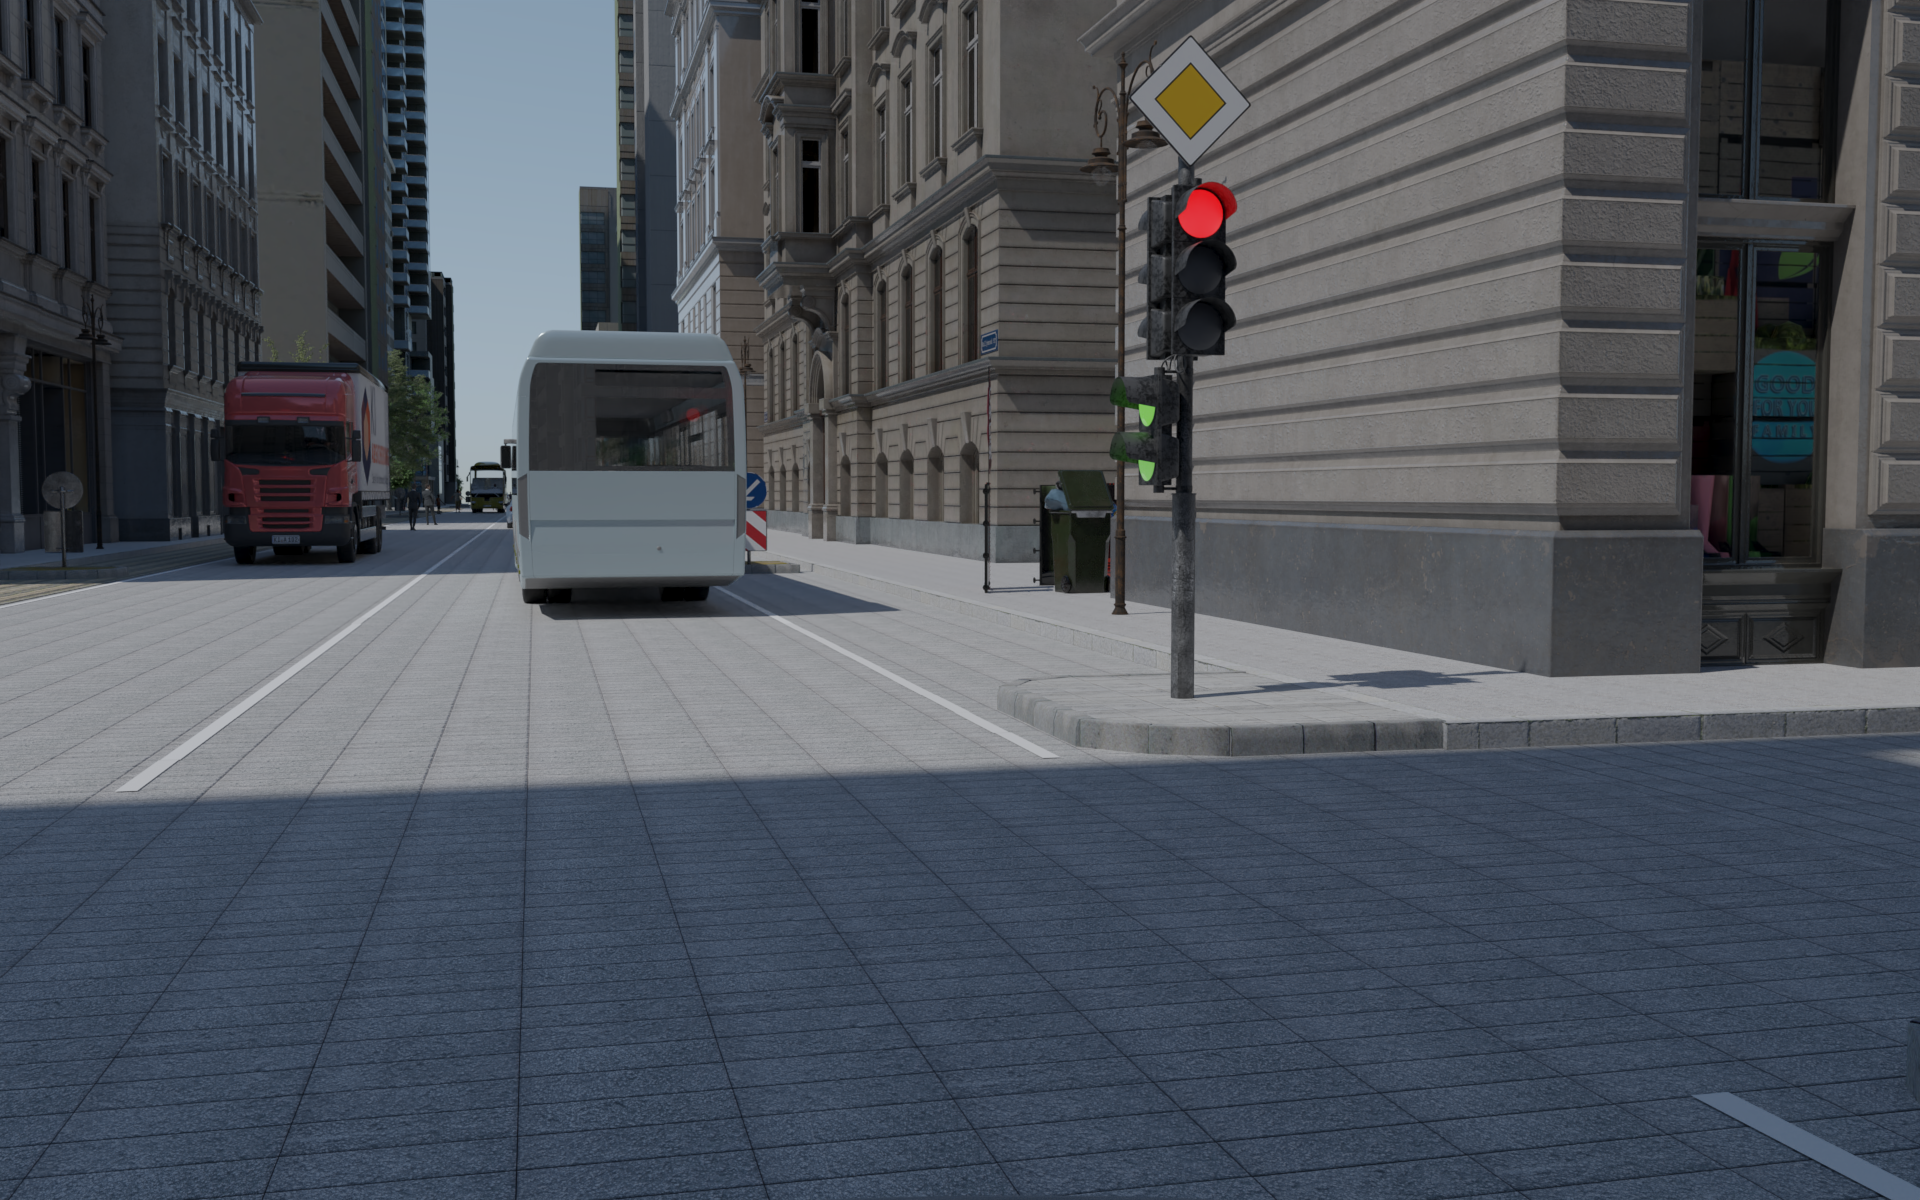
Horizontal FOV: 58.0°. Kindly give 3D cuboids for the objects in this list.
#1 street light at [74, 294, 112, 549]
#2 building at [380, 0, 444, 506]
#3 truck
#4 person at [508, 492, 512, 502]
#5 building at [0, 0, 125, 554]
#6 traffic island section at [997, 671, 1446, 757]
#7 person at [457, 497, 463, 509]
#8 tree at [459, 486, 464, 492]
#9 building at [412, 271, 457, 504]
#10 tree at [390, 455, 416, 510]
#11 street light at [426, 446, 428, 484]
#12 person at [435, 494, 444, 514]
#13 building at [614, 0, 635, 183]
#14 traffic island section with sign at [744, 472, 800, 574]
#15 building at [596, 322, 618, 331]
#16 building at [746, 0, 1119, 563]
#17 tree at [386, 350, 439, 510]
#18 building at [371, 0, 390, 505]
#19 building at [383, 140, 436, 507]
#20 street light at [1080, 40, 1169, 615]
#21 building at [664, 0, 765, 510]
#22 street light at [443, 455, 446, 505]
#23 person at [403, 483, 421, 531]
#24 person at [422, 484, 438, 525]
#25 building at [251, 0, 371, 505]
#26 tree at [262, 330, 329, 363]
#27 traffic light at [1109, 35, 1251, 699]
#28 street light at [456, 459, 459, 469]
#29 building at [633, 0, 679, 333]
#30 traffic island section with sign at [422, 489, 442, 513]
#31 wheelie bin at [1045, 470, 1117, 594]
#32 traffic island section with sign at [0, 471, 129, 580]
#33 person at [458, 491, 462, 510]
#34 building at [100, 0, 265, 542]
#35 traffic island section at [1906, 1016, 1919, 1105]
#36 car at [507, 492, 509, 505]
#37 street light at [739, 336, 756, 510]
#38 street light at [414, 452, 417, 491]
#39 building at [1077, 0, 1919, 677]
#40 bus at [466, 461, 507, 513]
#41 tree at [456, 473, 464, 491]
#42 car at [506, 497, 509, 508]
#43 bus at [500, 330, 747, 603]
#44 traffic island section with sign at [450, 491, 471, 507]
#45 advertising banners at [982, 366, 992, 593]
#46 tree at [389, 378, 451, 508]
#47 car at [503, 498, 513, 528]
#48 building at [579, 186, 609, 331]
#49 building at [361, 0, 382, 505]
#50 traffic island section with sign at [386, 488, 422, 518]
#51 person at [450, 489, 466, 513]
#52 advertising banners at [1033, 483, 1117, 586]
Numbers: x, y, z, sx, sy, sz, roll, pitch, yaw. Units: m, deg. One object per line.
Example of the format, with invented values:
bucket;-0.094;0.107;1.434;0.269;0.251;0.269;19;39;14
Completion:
street light;-20.062;-4.124;40.221;0.468;5.910;1.993;-1;4;-14
building;-70.407;-54.007;195.685;22.319;86.520;31.000;-1;4;-14
truck;-14.581;-3.068;39.078;2.839;4.237;11.283;-1;4;-14
person;-57.399;-12.952;221.185;0.541;1.710;0.530;0;4;-7
building;-21.945;-10.655;25.124;10.553;20.767;40.483;-1;4;-14
traffic island section;1.423;0.695;10.916;2.009;0.180;2.903;-1;4;-14
person;-46.604;-9.288;161.078;1.217;1.735;0.721;3;5;43
tree;-68.561;-14.774;236.155;1.663;3.219;1.824;0;3;0
building;-71.889;-27.453;220.562;14.160;30.474;14.107;-1;4;-14
tree;-46.226;-9.693;142.186;4.285;4.588;4.351;0;3;0
street light;-50.316;-11.665;163.511;0.468;5.910;1.993;-1;4;-14
person;-36.631;-6.728;121.758;0.557;1.426;1.065;1;4;14
building;-19.021;-27.414;131.814;14.154;41.232;14.086;-1;4;-14
traffic island section with sign;-4.088;-1.429;31.984;1.989;1.847;2.006;-1;4;-14
building;-26.315;-21.204;191.731;27.650;21.520;28.899;-1;4;-14
building;1.644;-14.061;48.978;14.460;24.649;34.723;-1;4;-14
tree;-44.692;-13.284;135.321;7.486;12.596;7.792;0;3;0
building;-47.592;-28.716;119.625;14.600;45.320;14.200;-1;4;-14
building;-68.736;-29.197;169.252;32.217;40.220;23.993;-1;4;-14
street light;1.704;-2.782;18.269;0.468;5.910;1.993;-1;4;-14
building;-5.423;-17.745;76.028;13.634;28.700;20.117;-1;4;-14
street light;-58.330;-13.651;195.982;0.468;5.910;1.993;-1;4;-14
person;-21.542;-3.665;68.196;0.659;1.850;0.755;-1;4;-9
person;-24.484;-4.410;79.960;0.648;1.900;0.474;0;4;6
building;-42.554;-28.391;87.889;21.300;48.544;21.600;-1;4;-14
tree;-30.179;-7.819;78.195;4.737;8.622;4.395;0;3;0
traffic light;1.382;-1.338;10.792;0.839;4.253;0.868;-1;4;-14
street light;-66.345;-15.663;228.884;0.468;5.910;1.993;-1;4;-14
building;-10.370;-34.842;111.667;21.231;58.520;28.212;-1;4;-14
traffic island section with sign;-40.314;-7.498;131.224;1.989;1.847;2.006;-1;4;-14
wheelie bin;1.540;-0.896;22.559;0.980;1.594;0.693;-1;4;-22
traffic island section with sign;-15.430;-1.285;29.645;1.989;1.847;2.006;-1;4;-14
person;-44.070;-8.776;152.779;0.721;1.735;1.217;-2;4;-25
building;-28.058;-12.517;53.810;9.793;20.994;18.267;-1;4;-14
traffic island section;3.323;1.169;3.160;2.009;0.180;2.903;-1;4;-14
car;-59.556;-13.223;224.871;2.281;1.827;5.304;-1;4;-12
street light;-6.285;-4.770;50.776;0.468;5.910;1.993;-1;4;-14
street light;-46.299;-10.661;147.096;0.468;5.910;1.993;-1;4;-14
building;11.964;-11.581;18.224;19.941;23.489;11.050;-1;4;-14
bus;-36.464;-8.714;134.015;2.896;3.916;12.252;-1;4;-14
tree;-68.242;-15.200;232.233;4.285;4.588;4.351;0;3;0
car;-49.370;-10.786;185.394;2.155;1.783;4.494;-1;4;-12
bus;-5.391;-1.907;26.037;2.948;3.499;13.247;-1;4;-15
traffic island section with sign;-53.533;-10.799;185.195;1.989;1.847;2.006;-1;4;-14
advertising banners;0.377;-1.655;23.249;0.090;3.025;2.074;0;4;3
tree;-49.159;-14.005;154.729;9.928;11.665;9.643;0;3;0
car;-18.398;-3.773;73.684;2.014;1.417;4.499;-1;4;-15
building;-44.015;-33.636;233.546;14.154;41.232;14.086;-1;4;-14
building;-43.790;-25.844;106.145;14.154;41.232;14.086;-1;4;-14
traffic island section with sign;-33.837;-5.881;104.790;1.989;1.847;2.006;-1;4;-14
person;-38.929;-7.693;134.276;1.348;1.824;0.705;1;4;13
advertising banners;1.990;-1.732;24.507;2.074;3.025;0.090;-1;4;-23
